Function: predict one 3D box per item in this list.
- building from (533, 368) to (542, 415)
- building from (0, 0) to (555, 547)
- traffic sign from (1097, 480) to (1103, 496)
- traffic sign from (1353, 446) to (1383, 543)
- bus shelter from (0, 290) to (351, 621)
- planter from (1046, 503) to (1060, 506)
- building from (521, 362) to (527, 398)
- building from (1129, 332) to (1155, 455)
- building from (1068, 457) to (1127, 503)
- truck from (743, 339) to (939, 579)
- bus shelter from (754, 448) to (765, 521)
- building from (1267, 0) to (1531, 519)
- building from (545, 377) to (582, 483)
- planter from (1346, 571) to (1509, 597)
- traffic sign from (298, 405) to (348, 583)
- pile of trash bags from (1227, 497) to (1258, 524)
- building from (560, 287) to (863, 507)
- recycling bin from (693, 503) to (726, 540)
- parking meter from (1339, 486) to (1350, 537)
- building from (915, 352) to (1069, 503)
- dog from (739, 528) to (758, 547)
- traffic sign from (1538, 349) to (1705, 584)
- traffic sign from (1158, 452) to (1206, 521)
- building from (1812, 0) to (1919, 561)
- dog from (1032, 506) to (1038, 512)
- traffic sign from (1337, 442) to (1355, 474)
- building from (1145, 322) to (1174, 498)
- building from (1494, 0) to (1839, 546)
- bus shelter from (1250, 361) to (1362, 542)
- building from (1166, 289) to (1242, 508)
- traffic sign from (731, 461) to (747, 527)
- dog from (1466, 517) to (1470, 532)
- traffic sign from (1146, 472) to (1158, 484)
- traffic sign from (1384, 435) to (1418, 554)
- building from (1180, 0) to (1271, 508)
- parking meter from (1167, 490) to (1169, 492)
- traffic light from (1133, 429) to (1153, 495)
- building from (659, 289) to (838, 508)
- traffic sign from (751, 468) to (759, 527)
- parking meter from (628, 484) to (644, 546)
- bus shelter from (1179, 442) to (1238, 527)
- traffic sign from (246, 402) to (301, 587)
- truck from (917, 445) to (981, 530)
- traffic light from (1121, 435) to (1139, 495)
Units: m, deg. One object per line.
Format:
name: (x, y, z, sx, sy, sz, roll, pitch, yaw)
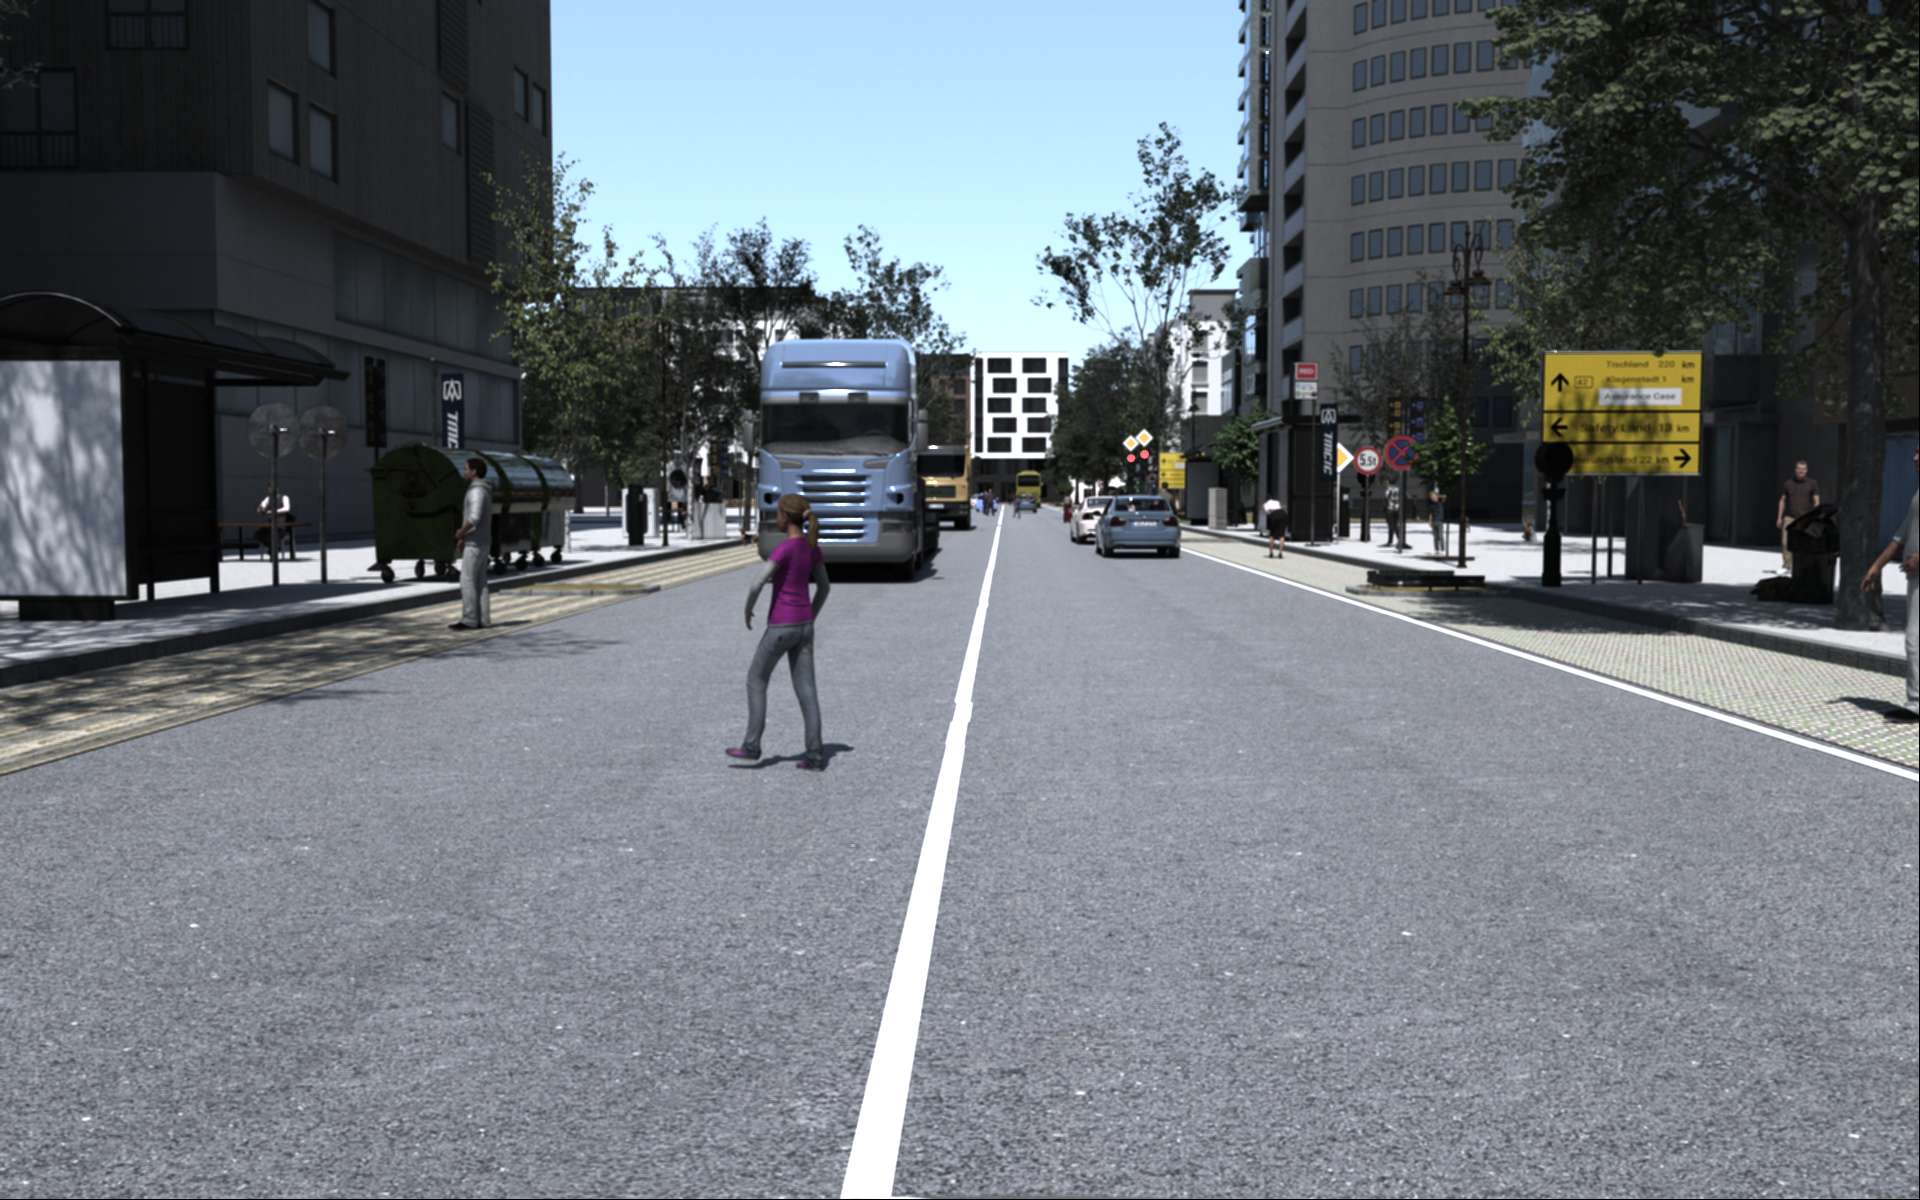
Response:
building: (-55.628, -24.629, 259.099, 11.380, 20.091, 16.016, 0, 4, 2)
building: (-28.932, -28.347, 52.709, 27.495, 52.752, 28.713, 0, 4, 2)
traffic sign: (12.915, -9.658, 158.019, 0.768, 2.556, 0.104, 0, 4, 2)
traffic sign: (10.749, -2.790, 45.719, 0.768, 2.556, 0.104, 0, 4, 3)
bus shelter: (-9.047, -1.592, 19.958, 2.014, 3.302, 5.546, 0, 4, 2)
planter: (11.532, -11.631, 211.306, 1.991, 0.319, 1.994, 0, 4, 2)
building: (-67.713, -24.650, 259.438, 11.380, 20.091, 16.016, 0, 4, 2)
building: (28.796, -21.498, 207.911, 16.016, 20.091, 11.380, 0, 4, 2)
building: (29.802, -19.055, 253.701, 28.070, 9.664, 9.099, 0, 4, 2)
truck: (-1.876, -2.826, 35.960, 2.967, 4.110, 18.799, 0, 4, 1)
bus shelter: (-7.035, -4.670, 70.281, 2.014, 3.302, 5.546, 0, 4, 2)
building: (32.851, -33.934, 96.818, 28.212, 58.520, 21.231, 0, 4, 2)
building: (-44.565, -22.238, 220.011, 11.380, 20.091, 16.016, 0, 4, 2)
planter: (6.607, -0.227, 24.855, 1.991, 0.319, 1.994, 0, 4, 2)
traffic sign: (-9.151, -1.513, 24.849, 0.768, 2.556, 0.104, 0, 4, 3)
pile of trash bags: (12.958, -3.900, 73.513, 3.447, 1.369, 1.912, 1, 4, 22)
building: (-25.077, -20.987, 187.109, 27.936, 21.610, 32.646, 0, 4, 2)
recycling bin: (-7.061, -2.222, 48.885, 0.722, 1.027, 0.722, -2, 4, -31)
parking meter: (11.374, -2.627, 51.368, 0.372, 1.533, 0.369, 0, 3, 0)
building: (-0.323, -25.604, 262.593, 32.646, 21.610, 27.936, 0, 4, 2)
dog: (-5.723, -1.696, 47.021, 0.540, 0.507, 0.406, -1, 4, -12)
traffic sign: (9.340, -1.875, 24.527, 2.265, 3.308, 0.079, 0, 4, 3)
traffic sign: (10.728, -5.502, 83.824, 2.265, 3.308, 0.079, 0, 4, 6)
building: (24.267, -23.063, 27.191, 14.600, 45.320, 14.200, 0, 4, 2)
dog: (6.047, -7.414, 140.507, 0.406, 0.507, 0.540, 2, 4, 33)
traffic sign: (9.580, -2.694, 43.776, 0.795, 2.593, 0.064, 1, 4, 11)
building: (29.281, -19.576, 186.525, 16.747, 18.905, 31.486, 0, 4, 2)
building: (29.868, -26.276, 49.224, 23.786, 49.044, 30.456, 0, 4, 2)
bus shelter: (9.721, -4.438, 50.188, 2.179, 5.291, 8.768, 0, 4, 2)
building: (27.870, -18.881, 165.125, 16.016, 20.091, 11.380, 0, 4, 2)
traffic sign: (-8.591, -4.134, 67.700, 0.768, 2.556, 0.104, 1, 4, 11)
dog: (17.044, -2.533, 58.246, 0.406, 0.507, 0.540, -2, 4, -24)
traffic sign: (11.164, -6.148, 100.620, 0.768, 2.556, 0.104, 0, 4, 5)
traffic sign: (9.462, -2.266, 37.155, 0.768, 2.556, 0.104, 0, 4, 6)
building: (30.146, -50.237, 134.042, 22.319, 86.520, 31.000, 0, 4, 2)
parking meter: (11.446, -5.373, 96.260, 0.372, 1.533, 0.369, 0, 3, 0)
traffic light: (7.881, -5.227, 74.382, 0.839, 4.253, 0.868, 0, 4, 2)
building: (-19.403, -18.821, 164.151, 16.016, 20.091, 11.380, 0, 4, 2)
traffic sign: (-7.868, -3.951, 66.727, 0.606, 2.300, 0.079, 0, 4, 7)
parking meter: (-8.078, -2.127, 43.181, 0.372, 1.533, 0.369, 0, 3, 0)
bus shelter: (10.099, -4.634, 69.691, 2.014, 3.302, 5.546, 0, 4, 2)
traffic sign: (-9.489, -1.458, 23.945, 0.768, 2.556, 0.104, 0, 4, 4)
truck: (-0.859, -4.580, 70.808, 3.469, 3.379, 9.791, 0, 4, 1)
traffic light: (8.092, -5.715, 82.364, 0.839, 4.253, 0.868, 0, 4, 2)
